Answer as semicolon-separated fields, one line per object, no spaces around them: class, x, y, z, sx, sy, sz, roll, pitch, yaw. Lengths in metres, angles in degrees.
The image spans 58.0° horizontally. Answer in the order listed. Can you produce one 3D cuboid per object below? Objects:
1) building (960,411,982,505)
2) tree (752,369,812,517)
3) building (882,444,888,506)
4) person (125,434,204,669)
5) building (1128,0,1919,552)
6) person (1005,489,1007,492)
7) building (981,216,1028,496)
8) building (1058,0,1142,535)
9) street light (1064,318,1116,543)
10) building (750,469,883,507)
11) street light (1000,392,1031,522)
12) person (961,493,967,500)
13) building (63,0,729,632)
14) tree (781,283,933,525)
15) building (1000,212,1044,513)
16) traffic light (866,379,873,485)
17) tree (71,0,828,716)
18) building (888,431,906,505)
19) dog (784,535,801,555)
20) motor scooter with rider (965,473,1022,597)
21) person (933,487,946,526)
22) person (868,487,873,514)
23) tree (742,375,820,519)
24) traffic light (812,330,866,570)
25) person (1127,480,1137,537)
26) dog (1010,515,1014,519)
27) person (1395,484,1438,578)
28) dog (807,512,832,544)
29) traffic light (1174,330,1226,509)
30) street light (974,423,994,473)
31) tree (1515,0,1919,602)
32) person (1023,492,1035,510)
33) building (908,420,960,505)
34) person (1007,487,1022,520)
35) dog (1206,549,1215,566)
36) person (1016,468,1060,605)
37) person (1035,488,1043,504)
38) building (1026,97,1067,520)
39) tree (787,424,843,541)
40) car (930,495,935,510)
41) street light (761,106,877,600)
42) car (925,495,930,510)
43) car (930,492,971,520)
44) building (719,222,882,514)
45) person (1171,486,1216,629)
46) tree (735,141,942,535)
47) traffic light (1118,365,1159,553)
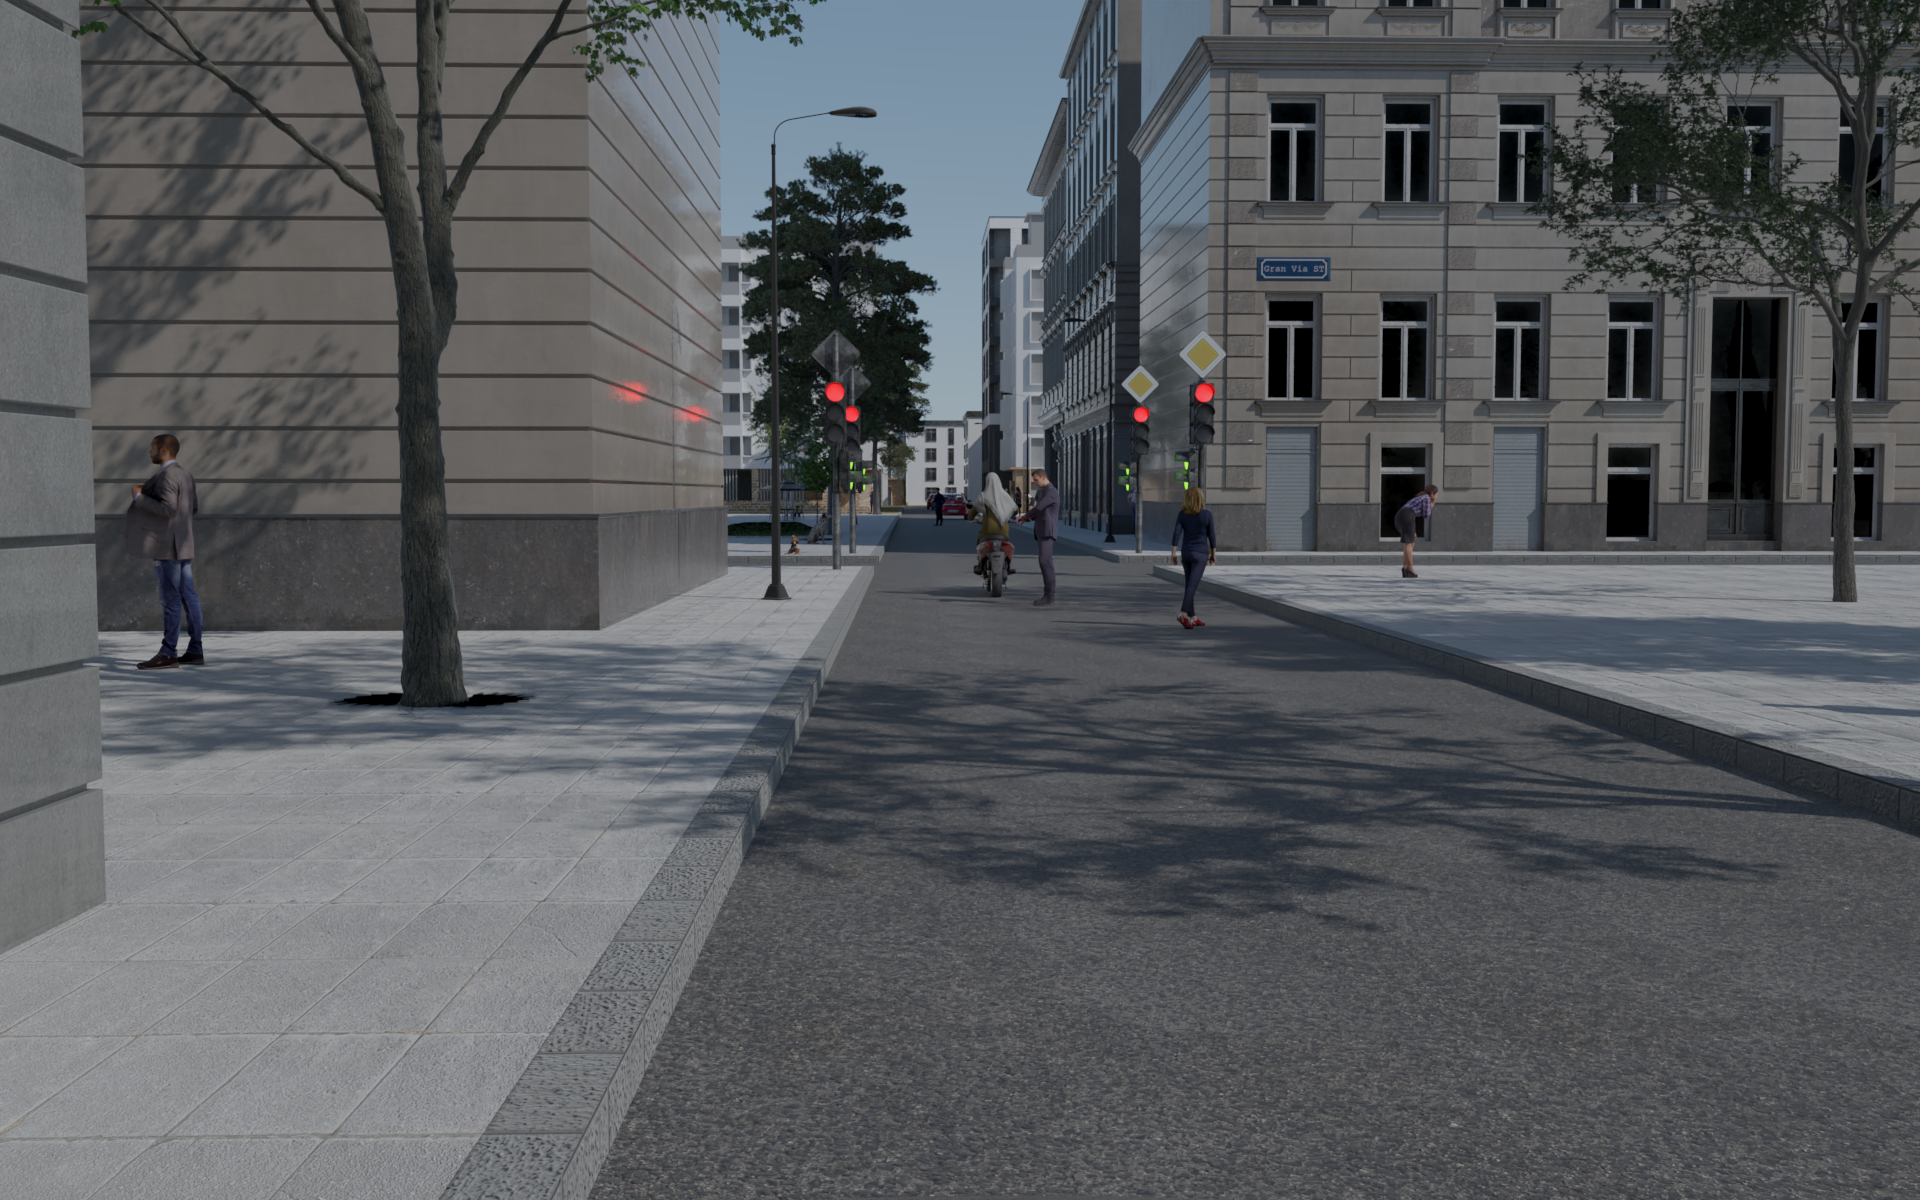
building;5.227;-14.234;174.869;9.099;9.664;28.070;0;4;-2
tree;-9.436;-8.812;94.444;4.360;8.622;3.978;0;3;0
building;-21.627;-14.781;183.815;28.070;9.664;9.099;0;4;-2
person;-5.901;-0.365;12.831;0.431;1.722;0.655;0;4;1
building;17.344;-15.058;43.465;25.104;27.353;12.463;0;4;-2
person;3.039;-6.581;115.107;0.415;1.643;0.593;0;4;-1
building;15.628;-18.368;144.298;27.936;21.610;32.646;0;4;-2
building;9.218;-13.082;63.036;9.793;20.994;18.267;0;4;-2
street light;3.438;-4.478;45.750;1.470;5.913;1.316;0;4;-2
building;-15.939;-18.113;162.608;16.747;18.905;31.486;0;4;-2
street light;2.545;-6.524;79.216;1.470;5.913;1.316;0;4;-2
person;0.356;-9.543;165.301;0.421;1.427;0.697;3;5;44
building;-15.661;-13.677;20.881;25.104;27.353;12.463;0;4;-2
tree;-4.781;-8.446;72.509;7.601;10.594;8.767;-1;4;-15
building;10.947;-16.258;122.231;16.016;20.091;11.380;0;4;-2
traffic light;-2.301;-2.937;37.260;0.839;4.213;0.868;0;4;-2
tree;-3.333;-5.176;10.381;9.928;11.665;9.643;0;3;0
building;-12.063;-21.311;204.854;11.380;20.091;16.016;0;4;-2
dog;-3.608;-1.172;36.898;0.550;0.427;0.748;2;4;32
motor scooter with rider;0.518;-0.957;24.604;0.876;1.779;1.986;0;4;-2
person;-1.007;-4.215;78.118;0.504;1.737;0.576;2;4;35
person;-5.563;-6.309;110.110;0.530;1.710;0.541;-2;4;-29
tree;-8.816;-8.429;88.183;4.737;8.622;4.395;0;3;0
traffic light;-2.074;-2.449;29.278;0.839;4.213;0.868;0;4;-2
person;5.327;-2.725;51.541;0.436;1.711;0.756;-2;4;-24
dog;2.720;-4.586;89.361;0.800;0.831;0.513;-2;4;-29
person;6.973;-1.052;26.476;0.697;1.427;0.421;-1;4;-15
dog;-3.705;-1.839;44.442;0.513;0.831;0.800;-3;5;-44
traffic light;4.084;-2.460;29.468;0.839;4.213;0.868;0;4;-2
street light;1.633;-8.564;112.563;1.470;5.913;1.316;0;4;-2
tree;10.191;-5.254;20.310;7.601;10.594;8.767;0;4;-2
person;4.543;-6.423;114.242;0.799;1.438;0.628;-1;4;-13
building;7.828;-15.872;201.654;28.070;9.664;9.099;0;4;-2
person;2.737;-4.692;84.231;0.593;1.643;0.415;1;4;21
dog;4.797;-0.784;33.010;0.550;0.427;0.748;2;4;35
person;1.013;-0.830;22.513;0.568;1.767;0.683;-1;4;-8
person;3.438;-3.862;69.724;0.617;1.759;0.750;3;5;43
building;8.908;-14.768;92.365;10.553;20.767;40.483;0;4;-2
tree;-4.073;-3.275;48.154;1.663;3.219;1.824;0;3;0
car;-1.668;-8.635;153.182;2.014;1.417;4.499;0;4;-1
street light;-1.693;-2.958;20.902;1.470;5.913;1.316;0;4;-2
car;-2.190;-9.292;160.965;2.155;1.783;4.494;0;4;-2
car;-0.427;-5.392;97.197;2.155;1.783;4.494;0;4;-1
building;-13.385;-16.030;118.515;16.016;20.091;11.380;0;4;-2
person;2.493;-0.459;18.544;0.480;1.512;0.613;1;4;10
tree;-3.920;-8.080;54.165;6.751;12.117;7.091;0;3;0
traffic light;3.858;-2.948;37.450;0.839;4.213;0.868;0;4;-2
